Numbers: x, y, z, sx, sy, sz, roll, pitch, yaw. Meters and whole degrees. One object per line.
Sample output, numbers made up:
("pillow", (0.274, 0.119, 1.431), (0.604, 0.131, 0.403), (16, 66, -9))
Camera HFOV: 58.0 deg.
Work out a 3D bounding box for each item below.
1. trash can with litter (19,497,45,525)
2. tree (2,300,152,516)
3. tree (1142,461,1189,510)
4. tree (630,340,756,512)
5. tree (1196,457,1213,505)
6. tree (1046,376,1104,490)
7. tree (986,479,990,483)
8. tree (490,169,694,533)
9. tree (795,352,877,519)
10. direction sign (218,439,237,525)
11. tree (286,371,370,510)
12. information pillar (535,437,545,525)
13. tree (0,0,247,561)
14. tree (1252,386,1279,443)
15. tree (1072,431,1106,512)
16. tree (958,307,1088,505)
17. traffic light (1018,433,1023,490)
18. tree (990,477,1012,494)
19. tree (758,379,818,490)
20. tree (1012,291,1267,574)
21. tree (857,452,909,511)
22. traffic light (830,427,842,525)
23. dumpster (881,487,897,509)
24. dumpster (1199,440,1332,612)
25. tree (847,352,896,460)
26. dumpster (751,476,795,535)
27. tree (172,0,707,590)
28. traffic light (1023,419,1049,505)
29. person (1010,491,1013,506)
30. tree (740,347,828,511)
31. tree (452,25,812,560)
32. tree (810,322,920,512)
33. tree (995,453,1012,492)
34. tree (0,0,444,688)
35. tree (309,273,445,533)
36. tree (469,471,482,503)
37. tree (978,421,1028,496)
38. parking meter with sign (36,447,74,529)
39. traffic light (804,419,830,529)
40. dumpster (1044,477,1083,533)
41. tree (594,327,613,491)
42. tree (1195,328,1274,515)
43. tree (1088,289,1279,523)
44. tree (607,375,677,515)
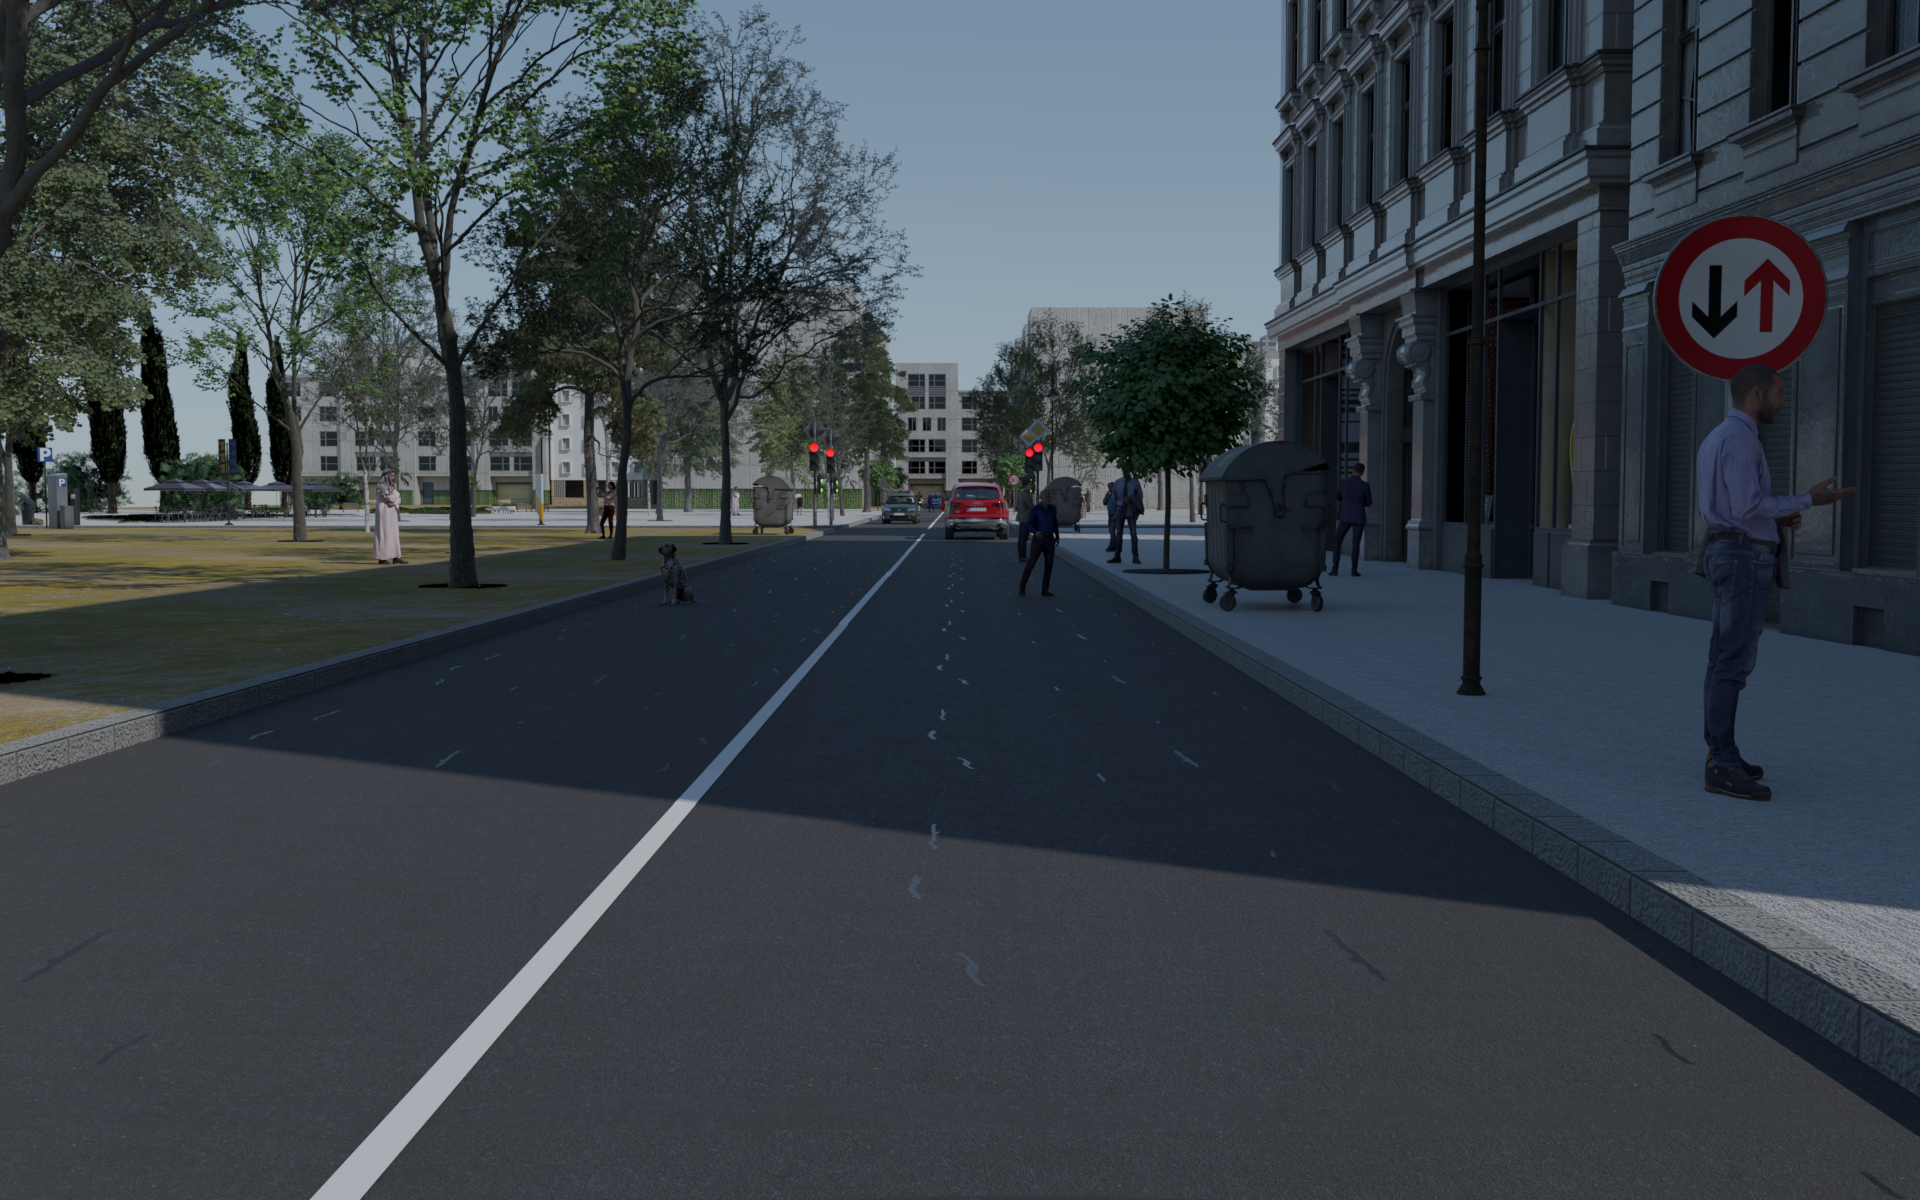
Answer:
("trash can with litter", (-38.231, -3.673, 71.438), (1.055, 1.170, 0.624), (1, 4, 18))
("tree", (-57.991, -13.158, 116.962), (18.604, 14.587, 13.155), (1, 4, 11))
("tree", (15.720, -13.089, 136.064), (6.751, 12.117, 7.091), (0, 3, 0))
("tree", (-19.269, -13.148, 121.628), (9.857, 13.997, 8.962), (0, 3, 0))
("tree", (17.665, -10.779, 126.596), (4.360, 8.622, 3.978), (0, 3, 0))
("tree", (7.148, -9.439, 104.685), (4.360, 8.622, 3.978), (0, 3, 0))
("tree", (3.262, -11.955, 190.066), (1.663, 3.219, 1.824), (0, 3, 0))
("tree", (-12.116, -8.223, 56.509), (6.751, 12.117, 7.091), (0, 3, 0))
("tree", (-6.687, -8.547, 90.106), (4.360, 8.622, 3.978), (0, 3, 0))
("direction sign", (-30.034, -4.835, 71.054), (0.876, 3.537, 0.379), (1, 4, 19))
("tree", (-57.306, -14.493, 138.778), (13.155, 14.587, 18.604), (2, 4, 29))
("information pillar", (-17.356, -4.901, 71.486), (0.183, 3.616, 0.504), (-3, 5, -43))
("tree", (-18.858, -7.734, 33.102), (9.857, 13.997, 8.962), (0, 3, 0))
("tree", (18.068, -8.779, 93.902), (4.360, 8.622, 3.978), (0, 3, 0))
("tree", (9.665, -10.755, 126.213), (4.737, 8.622, 4.395), (0, 3, 0))
("tree", (4.301, -9.352, 87.315), (8.767, 10.594, 7.601), (1, 4, 21))
("traffic light", (2.838, -5.040, 71.654), (0.839, 4.213, 0.868), (0, 3, 0))
("tree", (4.193, -9.850, 155.643), (1.663, 3.219, 1.824), (0, 3, 0))
("tree", (-10.731, -9.714, 109.185), (4.737, 8.622, 4.395), (0, 3, 0))
("tree", (3.299, -2.724, 28.243), (4.285, 4.588, 4.351), (0, 3, 0))
("tree", (-6.392, -9.226, 134.559), (4.285, 4.588, 4.351), (0, 3, 0))
("traffic light", (-5.323, -5.039, 71.636), (0.839, 4.213, 0.868), (0, 3, 0))
("dumpster", (-5.832, -8.325, 141.864), (1.264, 1.857, 1.865), (0, 3, 0))
("dumpster", (3.445, -0.847, 19.600), (1.264, 1.857, 1.865), (0, 4, 0))
("tree", (-7.170, -10.212, 101.373), (7.601, 10.594, 8.767), (2, 4, 31))
("dumpster", (-5.946, -3.018, 55.095), (1.264, 1.857, 1.865), (0, 4, 0))
("tree", (-6.978, -5.975, 23.447), (9.928, 11.665, 9.643), (0, 3, 0))
("traffic light", (2.841, -4.552, 63.669), (0.839, 4.213, 0.868), (0, 3, 0))
("person", (5.704, -11.189, 189.698), (0.721, 1.743, 1.217), (-3, 5, -45))
("tree", (-13.370, -13.217, 134.221), (7.486, 12.596, 7.792), (0, 3, 0))
("tree", (-6.338, -6.063, 33.547), (7.601, 10.594, 8.767), (0, 4, 0))
("tree", (-6.758, -13.097, 121.565), (7.806, 13.903, 7.818), (0, 3, 0))
("tree", (3.936, -8.558, 123.630), (4.285, 4.588, 4.351), (0, 3, 0))
("tree", (-6.681, -6.179, 11.391), (12.009, 13.543, 11.850), (0, 3, 0))
("tree", (-19.314, -6.505, 56.711), (4.360, 8.622, 3.978), (0, 3, 0))
("tree", (-37.476, -8.415, 132.186), (1.663, 3.219, 1.824), (0, 3, 0))
("tree", (3.959, -12.093, 148.082), (4.360, 8.622, 3.978), (0, 3, 0))
("parking meter with sign", (-33.417, -4.148, 64.088), (1.738, 3.016, 0.543), (2, 4, 35))
("traffic light", (-5.320, -4.551, 63.650), (0.839, 4.213, 0.868), (0, 3, 0))
("dumpster", (3.484, -3.204, 58.149), (1.264, 1.857, 1.865), (0, 3, 0))
("tree", (-27.309, -17.304, 138.806), (12.611, 20.169, 13.585), (0, 3, 0))
("tree", (15.177, -11.121, 107.590), (9.928, 11.665, 9.643), (0, 3, 0))
("tree", (10.576, -8.796, 78.230), (8.767, 10.594, 7.601), (1, 4, 9))
("tree", (-18.788, -9.379, 103.711), (4.360, 8.622, 3.978), (0, 3, 0))
